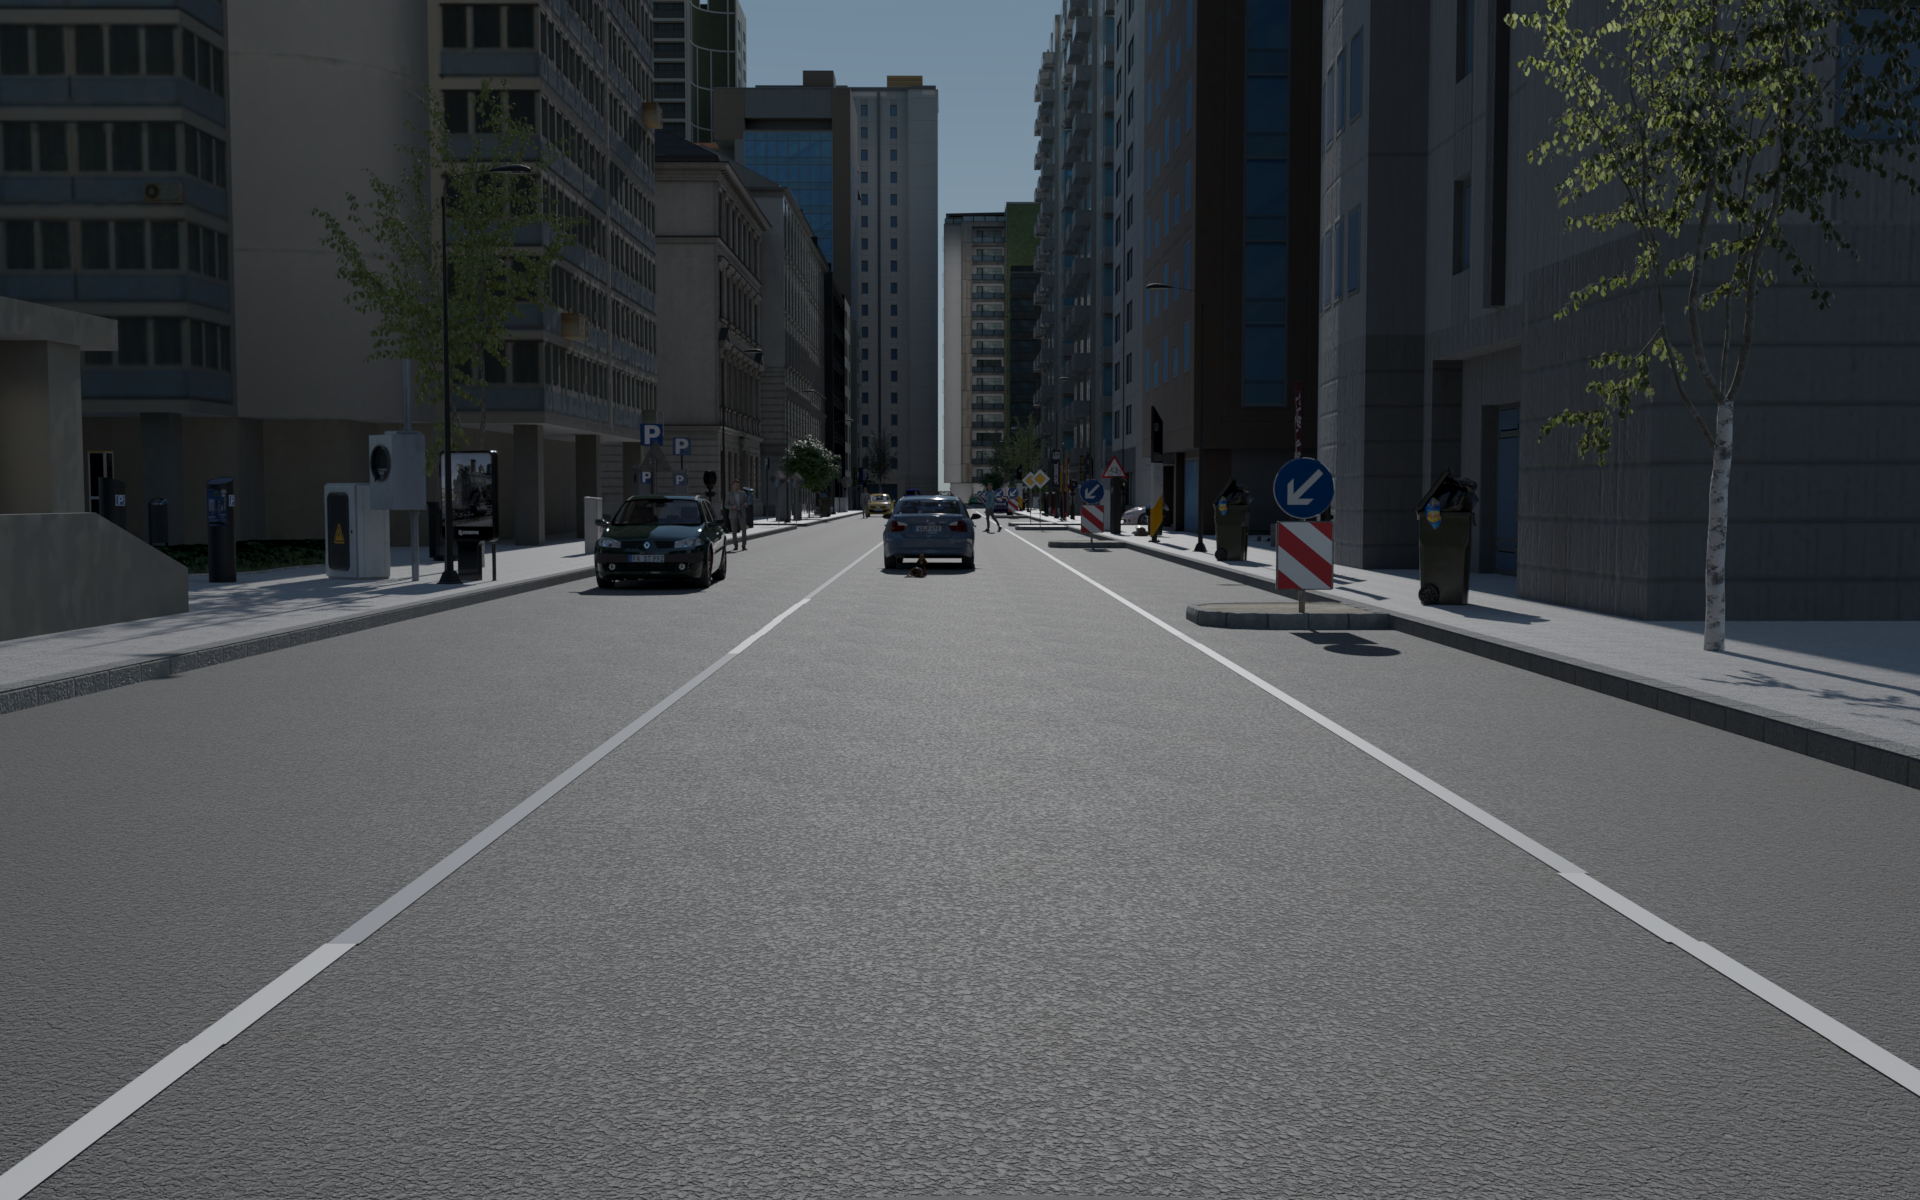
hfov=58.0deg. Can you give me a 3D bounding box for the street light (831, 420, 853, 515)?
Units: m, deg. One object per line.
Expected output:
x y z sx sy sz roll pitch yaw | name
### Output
-7.344 -8.283 107.961 1.470 5.913 1.316 0 4 0 | street light

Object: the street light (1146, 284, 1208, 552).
4.811 -4.027 38.388 1.470 5.913 1.316 0 4 0 | street light

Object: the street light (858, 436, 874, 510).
-7.538 -10.159 138.648 1.470 5.913 1.316 0 4 0 | street light

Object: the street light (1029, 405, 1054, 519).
4.506 -7.207 90.375 1.470 5.913 1.316 0 4 0 | street light

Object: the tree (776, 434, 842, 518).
-8.075 -6.611 91.808 4.285 4.588 4.351 0 3 0 | tree

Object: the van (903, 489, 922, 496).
-5.732 -12.627 210.841 2.240 2.365 5.245 0 4 -1 | van

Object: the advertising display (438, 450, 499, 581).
-7.289 -1.254 25.715 0.974 1.923 0.123 1 4 20 | advertising display

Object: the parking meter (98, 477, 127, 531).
-12.650 -1.069 25.884 0.372 1.533 0.369 0 3 0 | parking meter

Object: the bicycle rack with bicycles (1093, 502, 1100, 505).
9.477 -6.034 112.038 2.852 0.926 2.925 1 4 23 | bicycle rack with bicycles

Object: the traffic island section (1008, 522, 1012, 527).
3.171 -3.368 77.348 2.009 0.180 2.903 0 4 0 | traffic island section

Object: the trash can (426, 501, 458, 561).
-9.903 -1.325 33.312 0.748 1.137 0.748 0 3 0 | trash can

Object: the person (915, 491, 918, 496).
-3.487 -7.819 137.338 0.522 1.701 0.512 0 4 3 | person

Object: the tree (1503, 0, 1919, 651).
6.320 -3.901 14.147 4.360 8.622 3.978 0 3 0 | tree

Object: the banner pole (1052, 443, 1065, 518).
4.898 -5.849 85.650 0.863 3.779 0.401 2 4 29 | banner pole

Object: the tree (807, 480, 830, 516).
-8.173 -6.414 99.468 1.663 3.219 1.824 0 3 0 | tree

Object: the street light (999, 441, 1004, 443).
4.137 -10.992 152.261 1.470 5.913 1.316 0 4 0 | street light

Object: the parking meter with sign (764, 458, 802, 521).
-8.467 -5.313 83.129 1.738 3.016 0.543 -2 4 -25 | parking meter with sign

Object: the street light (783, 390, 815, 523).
-7.170 -6.406 77.275 1.470 5.913 1.316 0 4 0 | street light

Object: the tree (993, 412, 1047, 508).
5.835 -12.547 155.507 4.737 8.622 4.395 0 3 0 | tree

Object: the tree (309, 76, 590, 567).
-8.645 -4.876 30.092 4.737 8.622 4.395 0 3 0 | tree

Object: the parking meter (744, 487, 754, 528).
-7.975 -3.483 65.355 0.372 1.533 0.369 0 3 0 | parking meter

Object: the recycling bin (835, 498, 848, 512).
-8.339 -6.736 122.681 0.722 1.027 0.722 0 4 7 | recycling bin

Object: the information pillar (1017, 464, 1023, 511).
4.540 -8.587 131.745 0.504 3.616 0.183 2 4 34 | information pillar

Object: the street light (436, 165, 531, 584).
-6.750 -3.183 24.580 1.470 5.913 1.316 0 4 0 | street light

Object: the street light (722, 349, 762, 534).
-7.051 -5.079 55.582 1.470 5.913 1.316 0 4 0 | street light

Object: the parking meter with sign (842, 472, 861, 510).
-8.852 -8.526 135.660 1.738 3.016 0.543 0 4 7 | parking meter with sign

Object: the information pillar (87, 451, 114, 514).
-14.666 -1.536 29.610 0.304 2.012 0.304 0 4 -1 | information pillar

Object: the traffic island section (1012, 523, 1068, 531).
3.228 -2.880 69.363 2.009 0.180 2.903 0 4 0 | traffic island section

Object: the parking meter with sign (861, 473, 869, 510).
-8.319 -8.863 141.163 1.738 3.016 0.543 -3 4 -38 | parking meter with sign

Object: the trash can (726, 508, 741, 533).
-7.565 -2.830 57.927 0.748 1.137 0.748 0 3 0 | trash can

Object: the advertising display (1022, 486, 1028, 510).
4.932 -7.951 135.205 0.974 1.923 0.123 -3 5 -43 | advertising display

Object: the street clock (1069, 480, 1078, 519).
5.698 -5.080 87.634 0.471 2.002 0.358 3 4 38 | street clock

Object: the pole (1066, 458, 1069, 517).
6.103 -6.388 98.290 0.158 3.312 0.155 0 3 0 | pole

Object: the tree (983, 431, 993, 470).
4.428 -14.379 185.456 4.737 8.622 4.395 0 3 0 | tree

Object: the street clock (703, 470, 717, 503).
-7.680 -2.977 53.246 0.358 2.002 0.471 -3 4 -37 | street clock

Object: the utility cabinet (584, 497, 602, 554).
-7.944 -1.615 37.572 0.306 1.237 1.020 0 4 -6 | utility cabinet

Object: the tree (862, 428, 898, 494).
-9.132 -15.217 199.154 4.360 8.622 3.978 0 3 0 | tree

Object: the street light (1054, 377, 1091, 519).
4.649 -5.904 69.075 1.470 5.913 1.316 0 4 0 | street light

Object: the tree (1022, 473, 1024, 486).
5.816 -8.716 137.115 1.663 3.219 1.824 0 3 0 | tree

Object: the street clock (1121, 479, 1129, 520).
8.016 -4.916 84.941 0.471 2.002 0.358 1 4 19 | street clock

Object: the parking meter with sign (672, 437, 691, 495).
-8.501 -3.443 52.560 0.543 3.016 1.738 0 4 -4 | parking meter with sign

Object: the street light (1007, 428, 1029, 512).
4.263 -9.115 121.574 1.470 5.913 1.316 0 4 0 | street light

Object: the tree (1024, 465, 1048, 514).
5.329 -7.266 113.405 1.663 3.219 1.824 0 3 0 | tree

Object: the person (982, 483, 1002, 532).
1.215 -3.498 65.549 0.748 1.841 0.638 1 4 9 | person

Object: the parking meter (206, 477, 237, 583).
-10.729 -1.024 25.159 0.372 1.533 0.369 0 3 0 | parking meter

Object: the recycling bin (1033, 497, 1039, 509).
6.857 -8.494 151.428 0.722 1.027 0.722 -2 4 -34 | recycling bin

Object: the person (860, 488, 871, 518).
-5.602 -5.749 102.778 0.678 1.792 0.850 0 4 3 | person

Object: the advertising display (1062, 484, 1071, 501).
6.872 -6.451 110.684 0.123 1.923 0.974 -3 4 -37 | advertising display

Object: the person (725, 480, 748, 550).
-5.660 -2.166 44.119 0.606 1.804 0.583 -1 4 -21 | person

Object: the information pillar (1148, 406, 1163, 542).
5.230 -3.349 46.109 0.183 3.616 0.504 3 4 38 | information pillar

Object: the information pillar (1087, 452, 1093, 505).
7.220 -6.421 96.334 0.183 3.616 0.504 -2 4 -35 | information pillar

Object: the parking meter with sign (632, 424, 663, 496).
-7.962 -2.902 43.712 0.543 3.016 1.738 -1 4 -23 | parking meter with sign

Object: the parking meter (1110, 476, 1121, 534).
5.020 -3.066 55.845 0.255 1.863 0.399 -1 4 -17 | parking meter

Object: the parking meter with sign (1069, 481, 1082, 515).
7.012 -6.605 104.248 0.543 3.016 1.738 -2 4 -32 | parking meter with sign

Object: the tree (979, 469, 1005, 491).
4.112 -14.682 223.767 4.285 4.588 4.351 0 3 0 | tree

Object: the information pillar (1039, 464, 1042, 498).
6.224 -8.714 133.824 0.183 3.616 0.504 1 4 13 | information pillar

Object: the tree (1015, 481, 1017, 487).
5.353 -9.024 142.142 1.663 3.219 1.824 0 3 0 | tree
